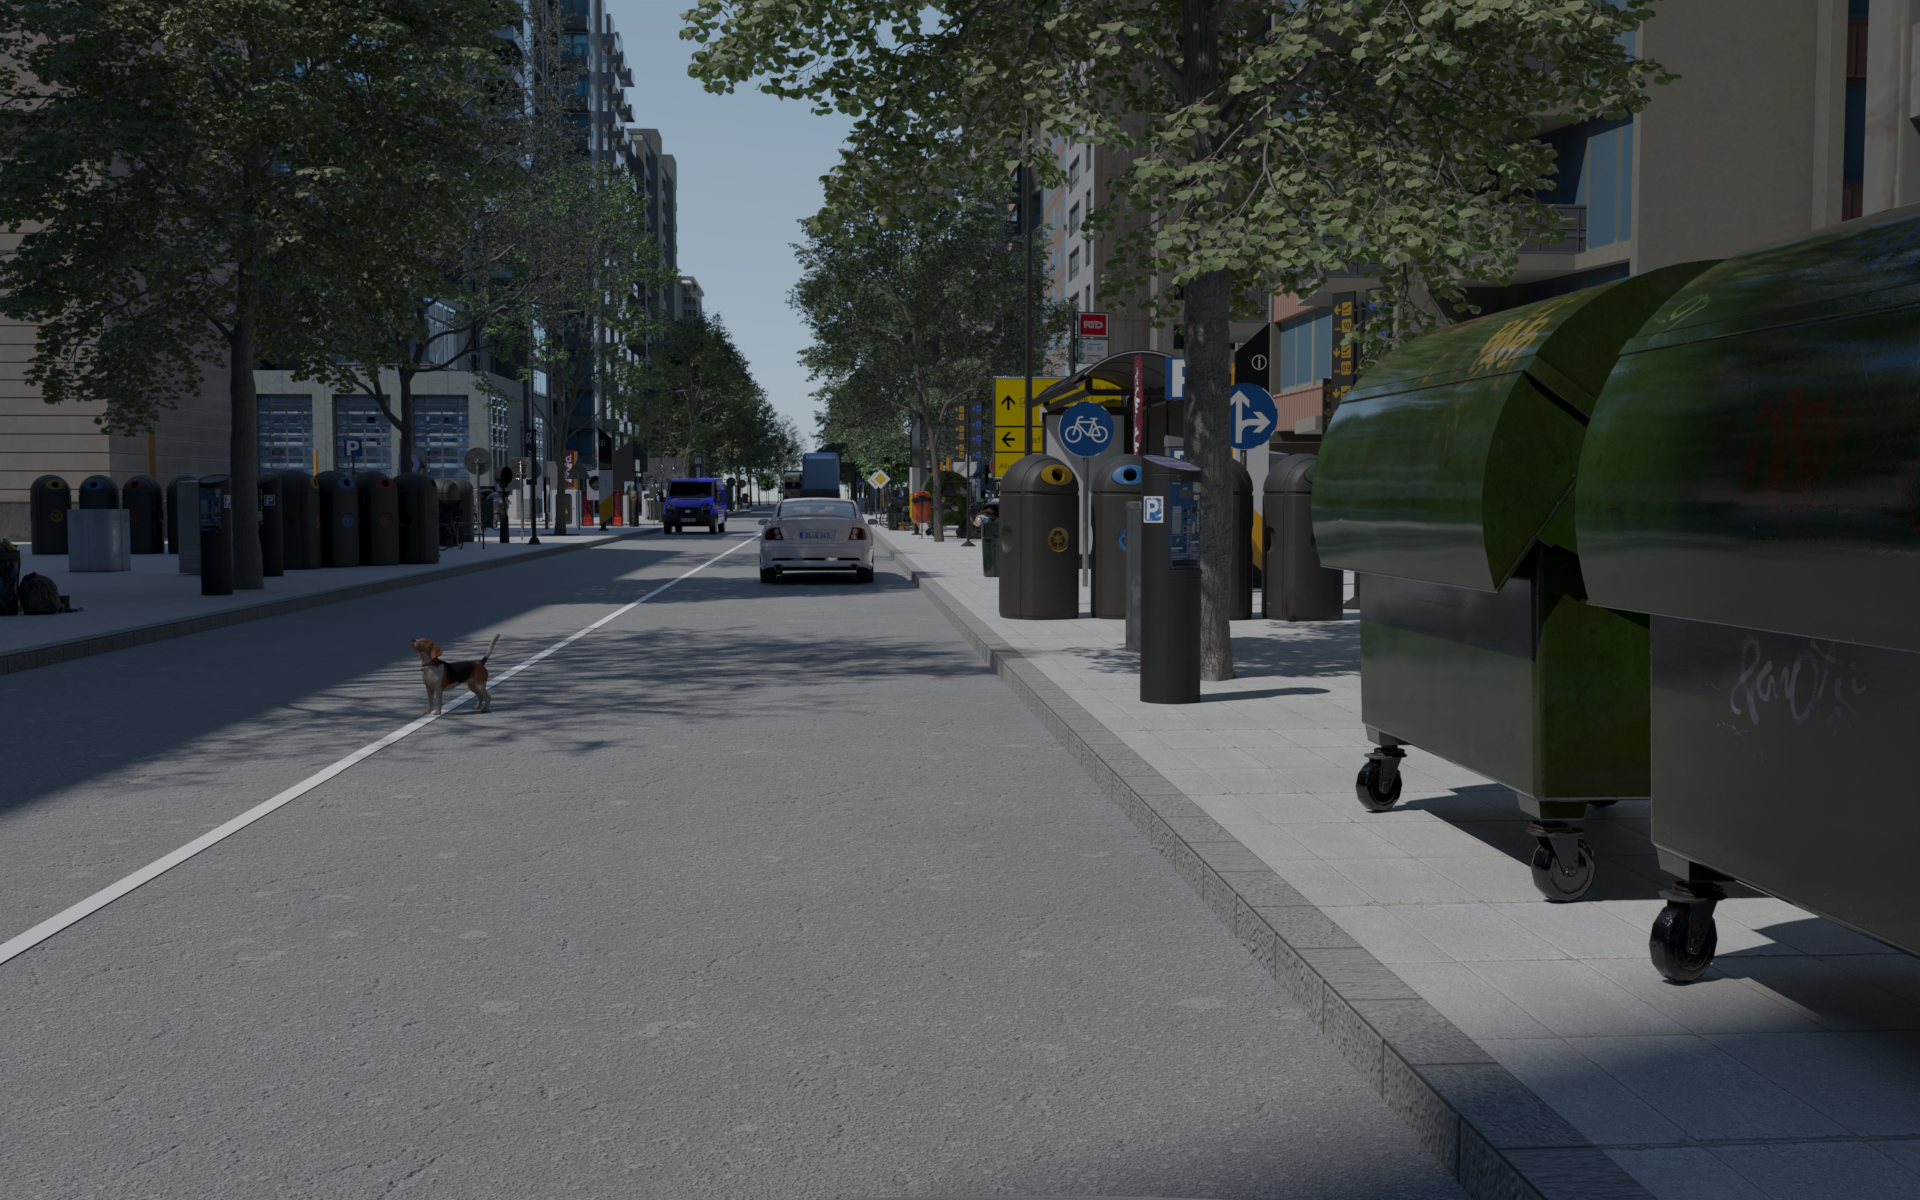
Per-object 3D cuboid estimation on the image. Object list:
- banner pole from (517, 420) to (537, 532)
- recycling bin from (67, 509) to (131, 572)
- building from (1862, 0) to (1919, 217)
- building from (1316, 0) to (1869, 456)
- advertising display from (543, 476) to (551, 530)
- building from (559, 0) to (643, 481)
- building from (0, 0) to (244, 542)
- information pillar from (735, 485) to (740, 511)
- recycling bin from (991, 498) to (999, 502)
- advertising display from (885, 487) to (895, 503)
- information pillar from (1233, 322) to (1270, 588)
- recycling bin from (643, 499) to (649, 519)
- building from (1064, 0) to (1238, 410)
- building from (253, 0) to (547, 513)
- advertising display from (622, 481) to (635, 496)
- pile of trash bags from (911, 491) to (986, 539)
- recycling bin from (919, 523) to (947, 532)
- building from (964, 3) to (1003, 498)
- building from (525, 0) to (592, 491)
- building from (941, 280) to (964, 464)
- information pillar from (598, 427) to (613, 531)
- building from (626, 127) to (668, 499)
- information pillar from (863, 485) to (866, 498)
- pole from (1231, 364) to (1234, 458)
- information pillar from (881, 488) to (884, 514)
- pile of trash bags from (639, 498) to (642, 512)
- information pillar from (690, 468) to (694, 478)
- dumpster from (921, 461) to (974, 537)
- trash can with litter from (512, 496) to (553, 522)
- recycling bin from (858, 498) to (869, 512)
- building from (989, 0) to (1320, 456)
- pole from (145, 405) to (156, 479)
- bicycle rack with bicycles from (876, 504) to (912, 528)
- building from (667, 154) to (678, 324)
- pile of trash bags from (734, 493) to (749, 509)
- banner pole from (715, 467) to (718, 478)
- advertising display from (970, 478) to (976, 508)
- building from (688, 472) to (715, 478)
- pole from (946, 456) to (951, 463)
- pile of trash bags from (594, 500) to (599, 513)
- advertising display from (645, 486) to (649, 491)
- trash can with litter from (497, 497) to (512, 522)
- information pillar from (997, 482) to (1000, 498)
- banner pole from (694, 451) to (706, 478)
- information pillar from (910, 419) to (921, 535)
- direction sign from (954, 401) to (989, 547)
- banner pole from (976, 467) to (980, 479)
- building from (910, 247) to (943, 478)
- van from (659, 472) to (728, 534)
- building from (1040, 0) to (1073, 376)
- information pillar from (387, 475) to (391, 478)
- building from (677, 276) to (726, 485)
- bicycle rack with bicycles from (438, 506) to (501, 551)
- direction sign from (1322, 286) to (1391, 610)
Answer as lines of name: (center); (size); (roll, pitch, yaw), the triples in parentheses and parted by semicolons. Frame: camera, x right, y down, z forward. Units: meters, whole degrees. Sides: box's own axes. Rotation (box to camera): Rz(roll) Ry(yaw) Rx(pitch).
banner pole: (-14.613, -4.190, 58.525); (0.863, 3.779, 0.401); (2, 4, 26)
recycling bin: (-14.288, -0.991, 28.755); (0.722, 1.027, 0.722); (0, 4, -1)
building: (23.220, -23.740, 11.853); (21.300, 48.544, 21.600); (0, 4, -4)
building: (18.324, -23.868, 44.872); (22.147, 44.769, 28.867); (0, 4, -4)
advertising display: (-15.040, -3.538, 63.060); (0.123, 1.923, 0.974); (0, 4, -6)
building: (-42.913, -33.363, 165.085); (23.786, 49.044, 30.456); (0, 4, -4)
building: (-35.121, -15.477, 50.306); (25.104, 27.353, 12.463); (0, 4, -4)
information pillar: (-17.203, -7.916, 133.914); (0.304, 2.012, 0.304); (-2, 4, -35)
recycling bin: (2.253, -5.317, 99.484); (0.722, 1.027, 0.722); (3, 5, 41)
advertising display: (-6.004, -8.631, 146.336); (0.974, 1.923, 0.123); (1, 4, 14)
information pillar: (3.982, -1.972, 23.601); (0.504, 3.616, 0.183); (0, 4, -6)
recycling bin: (-15.659, -4.601, 87.779); (0.722, 1.027, 0.722); (-1, 4, -17)
building: (13.564, -19.807, 95.543); (14.107, 30.474, 14.160); (0, 4, -4)
building: (-37.061, -48.358, 103.333); (22.319, 86.520, 31.000); (0, 4, -4)
advertising display: (-15.853, -4.747, 82.830); (0.123, 1.923, 0.974); (1, 4, 21)
pile of trash bags: (0.321, -2.439, 49.637); (3.447, 1.369, 1.912); (0, 4, 0)
recycling bin: (-0.930, -2.859, 59.302); (0.722, 1.027, 0.722); (-2, 4, -35)
building: (10.860, -39.009, 179.793); (21.231, 58.520, 28.212); (0, 4, -4)
building: (-40.537, -42.760, 137.380); (20.563, 71.187, 20.611); (0, 4, -4)
building: (9.647, -35.516, 272.566); (32.217, 40.220, 23.993); (0, 4, -4)
information pillar: (-12.369, -4.222, 60.382); (0.504, 3.616, 0.183); (0, 4, -3)
building: (-39.870, -30.840, 187.833); (14.154, 41.232, 14.086); (0, 4, -4)
information pillar: (-7.884, -8.504, 143.535); (0.304, 2.012, 0.304); (0, 4, -6)
pole: (4.334, -2.037, 27.152); (0.158, 3.312, 0.155); (0, 3, 0)
information pillar: (-4.943, -7.300, 110.703); (0.183, 3.616, 0.504); (0, 4, 1)
pile of trash bags: (-28.588, -8.520, 149.048); (1.912, 1.369, 3.447); (0, 4, 3)
information pillar: (-21.205, -8.912, 137.067); (0.504, 3.616, 0.183); (3, 4, 38)
dumpster: (-0.402, -3.040, 52.193); (1.502, 2.255, 1.985); (0, 4, -4)
trash can with litter: (-19.197, -4.166, 79.169); (2.233, 1.210, 1.678); (1, 4, 23)
recycling bin: (-7.007, -6.909, 125.510); (0.722, 1.027, 0.722); (0, 4, 3)
building: (13.686, -29.644, 139.309); (22.147, 44.769, 28.867); (0, 4, -4)
pole: (-18.609, -2.815, 39.866); (0.158, 3.312, 0.155); (0, 3, 0)
bicycle rack with bicycles: (-1.948, -3.252, 66.548); (2.925, 0.926, 2.852); (-1, 4, -16)
building: (-40.559, -31.714, 202.120); (14.154, 41.232, 14.086); (0, 4, -4)
pile of trash bags: (-19.373, -8.547, 149.488); (3.447, 1.369, 1.912); (3, 5, 44)
banner pole: (-16.074, -7.647, 115.045); (0.401, 3.779, 0.863); (-3, 4, -36)
advertising display: (0.405, -3.996, 70.551); (0.123, 1.923, 0.974); (2, 4, 24)
building: (-51.025, -25.324, 259.088); (27.650, 21.520, 28.899); (0, 4, -4)
pole: (-0.541, -5.408, 82.263); (0.158, 3.312, 0.155); (0, 3, 0)
pile of trash bags: (-23.343, -6.437, 114.997); (1.912, 1.369, 3.447); (-1, 4, -19)
advertising display: (-23.674, -7.789, 132.561); (0.974, 1.923, 0.123); (-3, 4, -39)
trash can with litter: (-21.247, -4.199, 80.033); (0.624, 1.170, 1.055); (1, 4, 23)
information pillar: (2.509, -6.337, 108.109); (0.304, 2.012, 0.304); (-3, 4, -37)
banner pole: (-14.789, -6.658, 98.870); (0.863, 3.779, 0.401); (-2, 4, -31)
information pillar: (-1.402, -3.836, 54.075); (0.183, 3.616, 0.504); (2, 4, 30)
direction sign: (0.201, -3.075, 42.273); (0.876, 3.537, 0.379); (3, 5, 40)
banner pole: (1.356, -9.189, 140.250); (0.401, 3.779, 0.863); (-3, 4, -36)
building: (2.610, -39.373, 298.366); (22.147, 44.769, 28.867); (0, 4, -4)
van: (-9.700, -3.614, 63.480); (2.240, 2.365, 5.245); (0, 4, -3)
building: (12.794, -28.108, 109.670); (14.600, 45.320, 14.200); (0, 4, -4)
information pillar: (-22.544, -3.897, 68.215); (0.304, 2.012, 0.304); (-1, 4, -14)
building: (-55.187, -36.271, 284.909); (32.217, 40.220, 23.993); (0, 4, -4)
bicycle rack with bicycles: (-12.271, -1.627, 39.986); (2.852, 0.926, 2.925); (-3, 4, -38)
direction sign: (4.438, -1.668, 19.272); (0.379, 3.537, 0.876); (-2, 4, -31)
